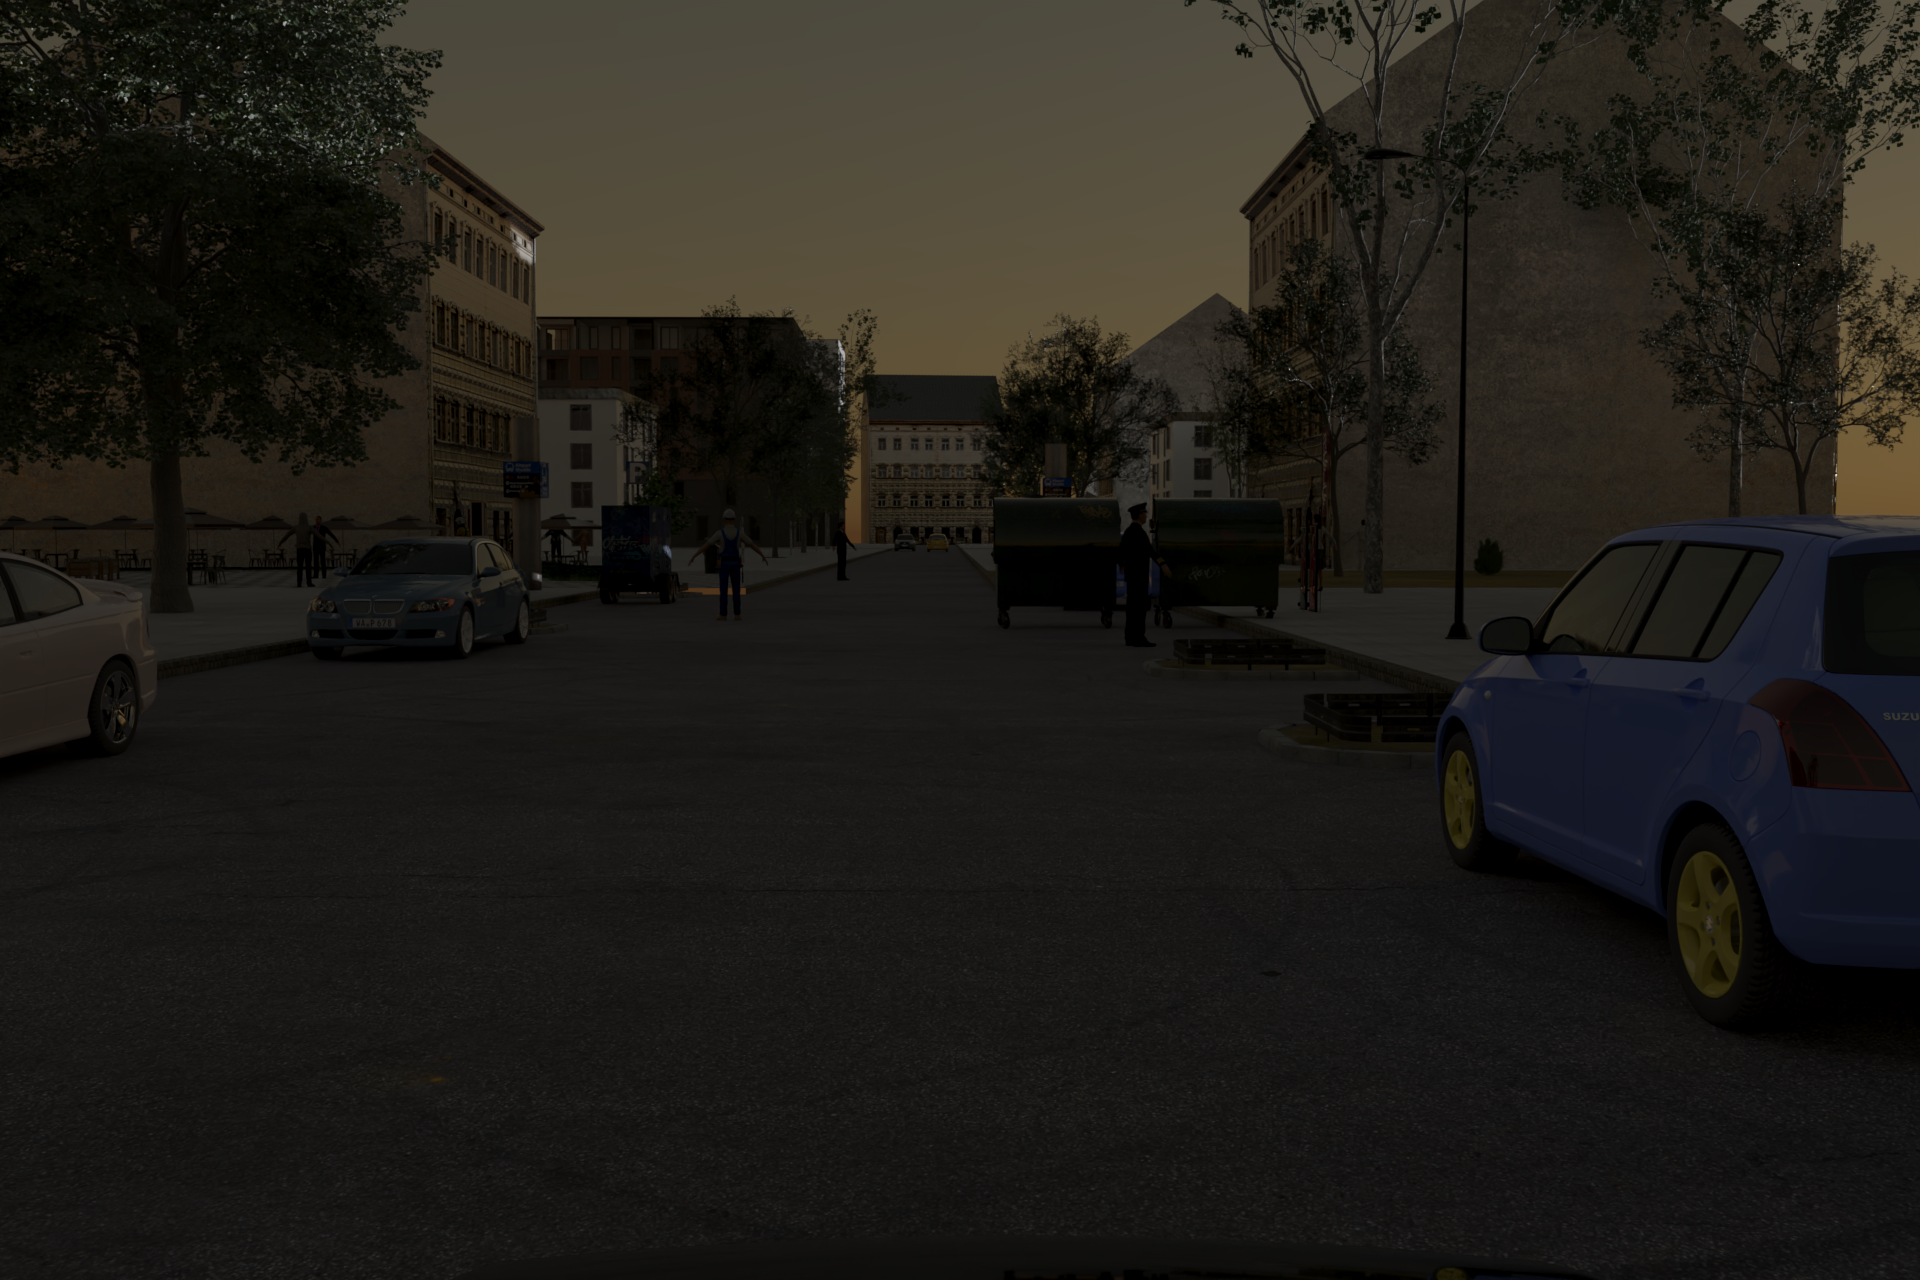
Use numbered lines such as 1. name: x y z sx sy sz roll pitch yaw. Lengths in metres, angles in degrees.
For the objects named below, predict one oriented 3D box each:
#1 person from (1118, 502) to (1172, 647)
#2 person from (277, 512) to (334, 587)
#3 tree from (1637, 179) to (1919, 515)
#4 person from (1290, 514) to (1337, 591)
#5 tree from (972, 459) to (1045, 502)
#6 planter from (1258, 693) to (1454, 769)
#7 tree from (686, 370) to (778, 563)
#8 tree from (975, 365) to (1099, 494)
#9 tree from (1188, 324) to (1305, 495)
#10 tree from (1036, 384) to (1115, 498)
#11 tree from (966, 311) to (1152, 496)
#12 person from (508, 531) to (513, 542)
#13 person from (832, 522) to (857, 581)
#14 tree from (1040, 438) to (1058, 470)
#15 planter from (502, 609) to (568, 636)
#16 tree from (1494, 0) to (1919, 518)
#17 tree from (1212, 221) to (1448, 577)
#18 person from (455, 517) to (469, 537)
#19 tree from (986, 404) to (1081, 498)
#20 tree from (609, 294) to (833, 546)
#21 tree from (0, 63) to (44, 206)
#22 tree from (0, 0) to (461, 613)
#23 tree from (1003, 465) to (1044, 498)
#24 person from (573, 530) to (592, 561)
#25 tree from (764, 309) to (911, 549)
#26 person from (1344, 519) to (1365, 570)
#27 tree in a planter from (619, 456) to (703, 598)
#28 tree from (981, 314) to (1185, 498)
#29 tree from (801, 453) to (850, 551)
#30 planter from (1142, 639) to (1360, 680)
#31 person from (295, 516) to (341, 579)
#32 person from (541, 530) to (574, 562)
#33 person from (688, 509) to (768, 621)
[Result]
1. person: 2.291 -0.838 22.096 0.705 1.837 1.347 -1 4 -21
2. person: -15.909 -2.196 42.029 1.348 1.813 0.705 0 4 -3
3. tree: 22.006 -6.752 44.812 8.767 10.594 7.601 1 4 22
4. person: 7.943 -1.958 38.837 1.217 1.735 0.721 -1 4 -21
5. tree: 5.206 -12.843 144.390 8.767 10.594 7.601 0 4 -2
6. planter: 3.047 0.586 11.551 1.991 0.319 1.994 0 4 0
7. tree: -9.532 -7.741 76.925 4.360 8.622 3.978 0 3 0
8. tree: 4.918 -11.033 106.151 9.928 11.665 9.643 0 3 0
9. tree: 9.672 -6.757 60.840 4.360 8.622 3.978 0 3 0
10. tree: 5.237 -8.049 81.960 4.360 8.622 3.978 0 3 0
11. tree: 5.463 -11.277 94.750 12.009 13.543 11.850 0 3 0
12. person: -18.738 -4.142 73.693 0.705 1.833 1.349 3 4 37
13. person: -3.614 -2.735 53.359 0.705 1.806 1.347 2 4 27
14. tree: 13.906 -23.130 234.063 12.611 20.169 13.585 0 3 0
15. planter: -6.846 -0.259 25.372 1.991 0.319 1.994 0 4 0
16. tree: 23.567 -12.224 55.746 12.611 20.169 13.585 0 3 0
17. tree: 11.117 -7.199 52.109 7.601 10.594 8.767 1 4 20
18. person: -17.054 -3.260 59.077 0.705 1.858 1.354 0 4 -2
19. tree: 5.411 -11.242 118.213 7.601 10.594 8.767 -2 4 -23
20. tree: -9.491 -8.172 68.033 8.767 10.594 7.601 -1 4 -20
21. tree: -12.191 -4.962 15.534 7.601 10.594 8.767 -2 4 -32
22. tree: -13.020 -7.416 27.912 9.857 13.997 8.962 0 3 0
23. tree: 5.122 -11.425 137.162 4.737 8.622 4.395 0 3 0
24. person: -16.942 -4.339 77.752 0.721 1.733 1.217 2 4 29
25. tree: -9.617 -17.629 144.118 12.611 20.169 13.585 0 3 0
26. person: 14.480 -3.425 62.192 1.347 1.806 0.705 0 4 -1
27. tree in a planter: -6.943 -2.581 39.429 1.991 3.239 1.994 0 4 0
28. tree: 5.084 -8.559 74.351 8.767 10.594 7.601 -1 4 -15
29. tree: -10.415 -10.872 128.115 4.737 8.622 4.395 0 3 0
30. planter: 2.920 0.196 17.941 1.991 0.319 1.994 0 4 0
31. person: -18.424 -2.663 49.763 1.346 1.802 0.704 0 4 4
32. person: -15.723 -3.770 67.414 1.354 1.856 0.705 -1 4 -12
33. person: -3.837 -1.253 28.803 1.347 1.847 0.705 -1 4 -19
